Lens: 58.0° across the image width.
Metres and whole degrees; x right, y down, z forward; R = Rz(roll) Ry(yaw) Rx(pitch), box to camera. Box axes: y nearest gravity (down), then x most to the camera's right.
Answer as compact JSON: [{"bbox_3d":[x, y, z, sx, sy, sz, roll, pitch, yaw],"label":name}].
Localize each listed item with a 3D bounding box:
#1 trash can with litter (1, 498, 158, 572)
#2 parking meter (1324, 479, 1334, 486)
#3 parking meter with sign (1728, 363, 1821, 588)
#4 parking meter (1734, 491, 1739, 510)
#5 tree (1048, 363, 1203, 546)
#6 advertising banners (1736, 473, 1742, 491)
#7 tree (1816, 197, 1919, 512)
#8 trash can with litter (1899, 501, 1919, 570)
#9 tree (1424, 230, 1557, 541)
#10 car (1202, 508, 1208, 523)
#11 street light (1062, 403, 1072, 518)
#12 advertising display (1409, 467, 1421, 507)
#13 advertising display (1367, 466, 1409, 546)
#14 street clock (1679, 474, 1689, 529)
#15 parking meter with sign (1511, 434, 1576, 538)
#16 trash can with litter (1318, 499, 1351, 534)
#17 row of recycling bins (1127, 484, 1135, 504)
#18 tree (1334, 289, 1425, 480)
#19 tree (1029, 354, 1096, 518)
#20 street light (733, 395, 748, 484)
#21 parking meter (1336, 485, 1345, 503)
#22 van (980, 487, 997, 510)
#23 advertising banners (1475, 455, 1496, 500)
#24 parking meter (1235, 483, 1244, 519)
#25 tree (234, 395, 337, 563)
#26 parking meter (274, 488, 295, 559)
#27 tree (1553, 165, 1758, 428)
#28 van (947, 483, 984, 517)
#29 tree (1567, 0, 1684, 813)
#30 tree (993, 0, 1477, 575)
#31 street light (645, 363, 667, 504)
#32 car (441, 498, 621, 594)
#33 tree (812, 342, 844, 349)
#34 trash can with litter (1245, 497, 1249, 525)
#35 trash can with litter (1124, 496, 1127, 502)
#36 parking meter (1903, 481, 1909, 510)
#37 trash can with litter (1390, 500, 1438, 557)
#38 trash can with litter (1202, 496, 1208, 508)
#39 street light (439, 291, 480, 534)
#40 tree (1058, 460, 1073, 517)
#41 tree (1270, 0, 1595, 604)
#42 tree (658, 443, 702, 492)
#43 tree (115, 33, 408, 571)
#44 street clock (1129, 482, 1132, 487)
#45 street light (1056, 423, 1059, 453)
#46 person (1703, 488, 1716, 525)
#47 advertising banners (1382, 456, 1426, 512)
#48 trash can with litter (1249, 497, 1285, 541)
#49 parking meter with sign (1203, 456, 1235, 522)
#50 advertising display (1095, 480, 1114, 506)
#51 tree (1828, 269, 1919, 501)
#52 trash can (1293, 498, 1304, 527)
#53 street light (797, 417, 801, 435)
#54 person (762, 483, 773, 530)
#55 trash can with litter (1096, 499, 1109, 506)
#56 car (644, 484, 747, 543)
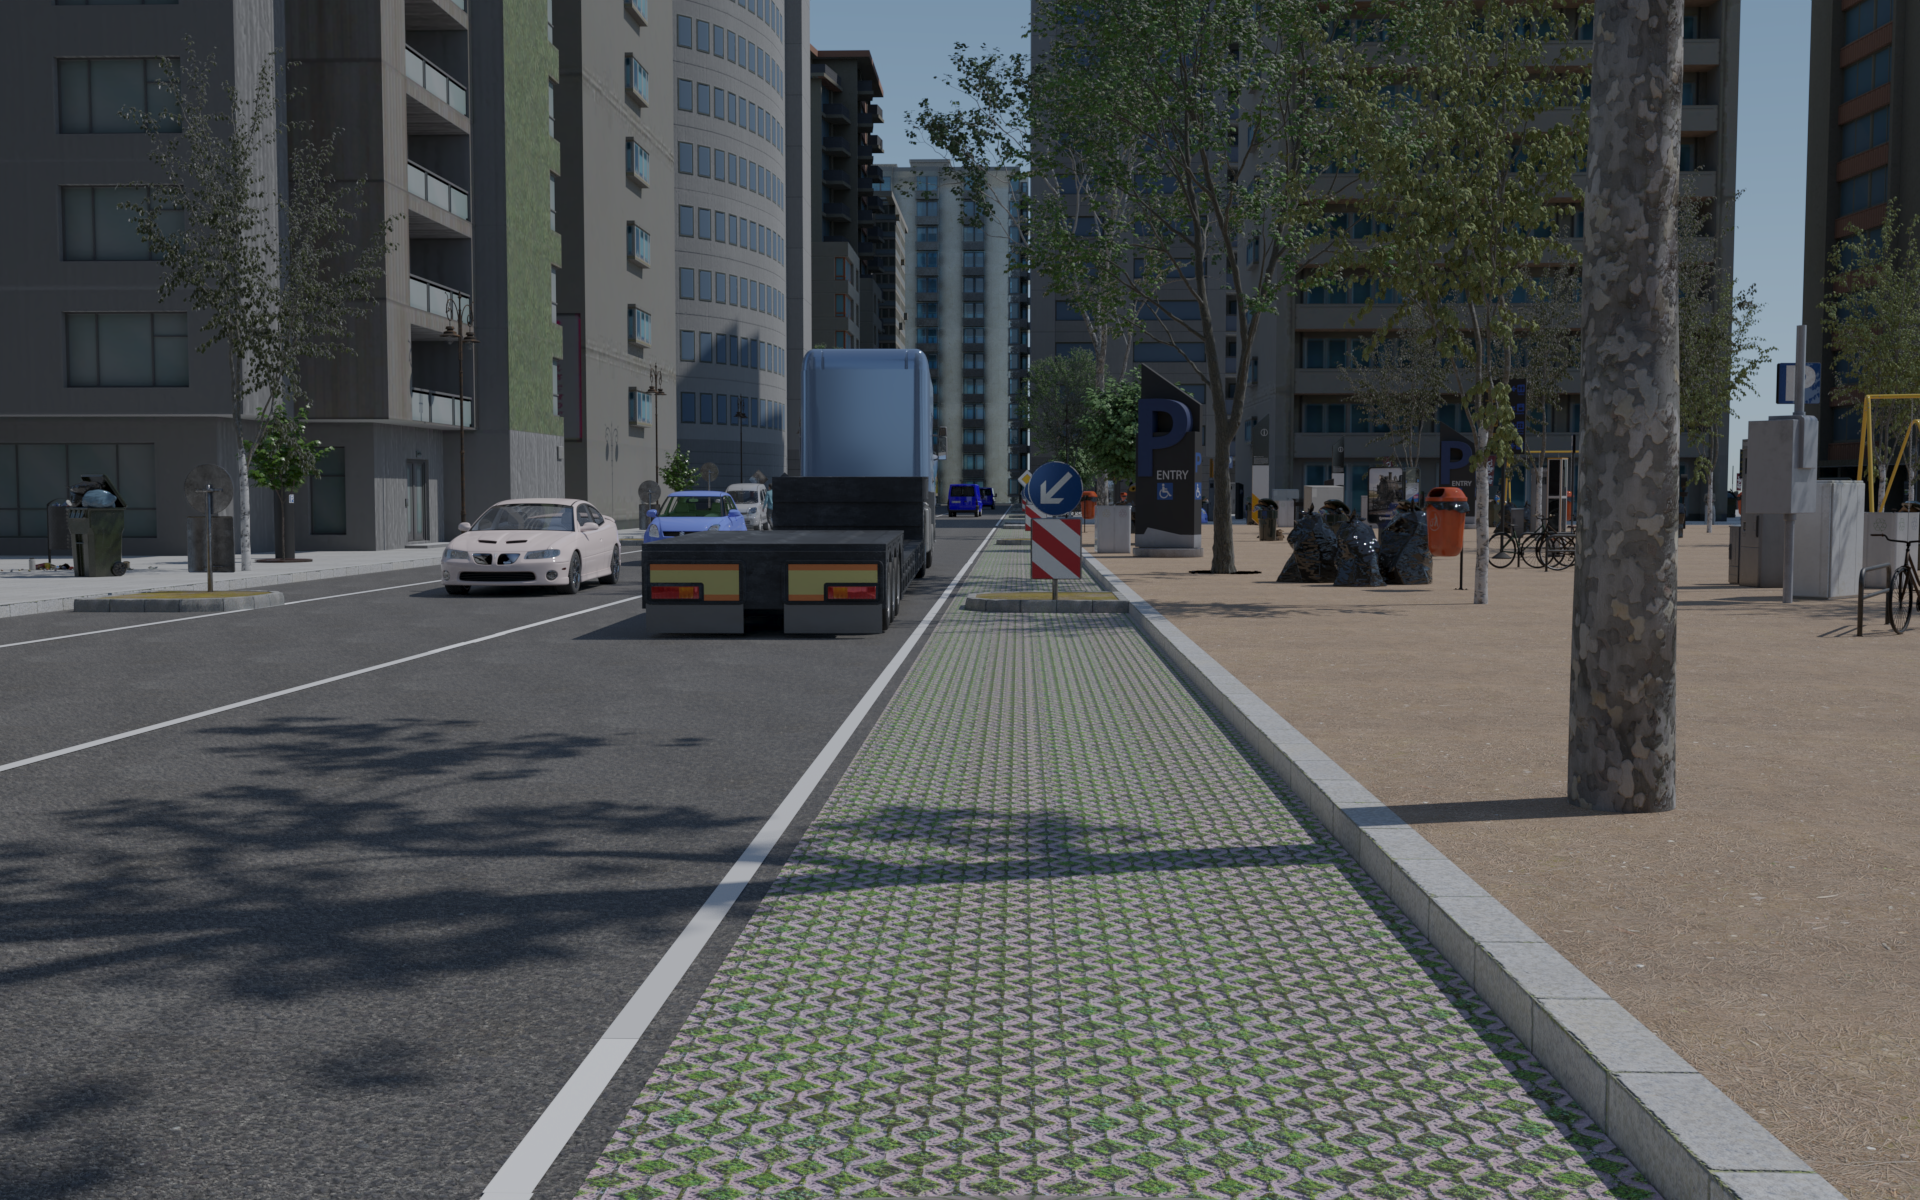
[{"bbox_3d":[-14.823,-1.116,29.305,2.233,1.210,1.678,0,4,-1],"label":"trash can with litter"},{"bbox_3d":[13.769,-3.612,64.761,0.399,1.863,0.255,0,4,7],"label":"parking meter"},{"bbox_3d":[11.141,-1.689,23.881,0.543,3.016,1.738,0,4,1],"label":"parking meter with sign"},{"bbox_3d":[62.923,-8.076,140.446,0.372,1.533,0.369,0,3,0],"label":"parking meter"},{"bbox_3d":[4.403,-3.659,43.537,4.285,4.588,4.351,0,3,0],"label":"tree"},{"bbox_3d":[63.871,-9.026,143.768,2.074,3.025,0.090,1,4,15],"label":"advertising banners"},{"bbox_3d":[23.692,-5.721,43.906,4.737,8.622,4.395,0,3,0],"label":"tree"},{"bbox_3d":[16.387,-1.094,29.270,1.055,1.170,0.624,-1,4,-9],"label":"trash can with litter"},{"bbox_3d":[15.598,-5.922,47.190,4.360,8.622,3.978,0,3,0],"label":"tree"},{"bbox_3d":[8.965,-4.041,75.656,3.694,1.707,1.945,0,4,3],"label":"car"},{"bbox_3d":[5.392,-7.020,87.572,0.468,5.910,1.993,0,4,2],"label":"street light"},{"bbox_3d":[10.480,-2.208,41.314,0.974,1.923,0.123,0,4,-2],"label":"advertising display"},{"bbox_3d":[9.989,-2.163,40.580,0.123,1.923,0.974,-3,5,-43],"label":"advertising display"},{"bbox_3d":[26.581,-3.612,63.634,0.358,2.002,0.471,1,4,21],"label":"street clock"},{"bbox_3d":[17.056,-3.329,50.684,1.738,3.016,0.543,1,4,16],"label":"parking meter with sign"},{"bbox_3d":[8.202,-1.595,37.458,0.624,1.170,1.055,3,4,38],"label":"trash can with litter"},{"bbox_3d":[6.946,-3.263,60.460,1.069,1.692,3.534,-2,4,-24],"label":"row of recycling bins"},{"bbox_3d":[14.685,-6.501,56.648,4.360,8.622,3.978,0,3,0],"label":"tree"},{"bbox_3d":[5.763,-8.628,91.432,4.360,8.622,3.978,0,3,0],"label":"tree"},{"bbox_3d":[-10.077,-6.546,79.821,0.468,5.910,1.993,0,4,2],"label":"street light"},{"bbox_3d":[10.325,-2.385,47.404,0.372,1.533,0.369,0,3,0],"label":"parking meter"},{"bbox_3d":[2.257,-9.550,160.533,2.240,2.365,5.245,0,4,3],"label":"van"},{"bbox_3d":[23.182,-5.029,78.413,2.074,3.025,0.090,1,4,23],"label":"advertising banners"},{"bbox_3d":[14.238,-5.045,88.197,0.399,1.863,0.255,-3,4,-37],"label":"parking meter"},{"bbox_3d":[-12.869,-2.331,32.710,1.663,3.219,1.824,0,3,0],"label":"tree"},{"bbox_3d":[-13.469,-1.597,34.519,0.372,1.533,0.369,0,3,0],"label":"parking meter"},{"bbox_3d":[16.090,-5.471,39.810,4.360,8.622,3.978,0,3,0],"label":"tree"},{"bbox_3d":[0.330,-6.378,108.660,2.240,2.365,5.245,0,4,4],"label":"van"},{"bbox_3d":[4.128,-9.184,6.052,12.611,20.169,13.585,0,3,0],"label":"tree"},{"bbox_3d":[4.342,-6.236,27.710,9.928,11.665,9.643,0,3,0],"label":"tree"},{"bbox_3d":[-10.694,-5.400,61.079,0.468,5.910,1.993,0,4,2],"label":"street light"},{"bbox_3d":[-6.399,-0.849,26.250,2.083,1.381,4.827,0,4,0],"label":"car"},{"bbox_3d":[-9.197,-11.483,113.497,9.928,11.665,9.643,0,3,0],"label":"tree"},{"bbox_3d":[12.213,-3.664,71.289,0.624,1.170,1.055,-2,4,-31],"label":"trash can with litter"},{"bbox_3d":[10.329,-5.638,103.570,1.055,1.170,0.624,-3,4,-37],"label":"trash can with litter"},{"bbox_3d":[43.857,-4.558,80.232,0.255,1.863,0.399,2,4,28],"label":"parking meter"},{"bbox_3d":[9.413,-1.477,35.537,1.055,1.170,0.624,-1,4,-21],"label":"trash can with litter"},{"bbox_3d":[14.342,-5.668,104.059,1.055,1.170,0.624,-2,4,-25],"label":"trash can with litter"},{"bbox_3d":[-11.395,-4.087,39.610,0.468,5.910,1.993,0,4,2],"label":"street light"},{"bbox_3d":[6.074,-6.354,98.497,1.663,3.219,1.824,0,3,0],"label":"tree"},{"bbox_3d":[5.857,-4.255,19.935,4.737,8.622,4.395,0,3,0],"label":"tree"},{"bbox_3d":[-10.614,-4.367,65.999,1.663,3.219,1.824,0,3,0],"label":"tree"},{"bbox_3d":[-11.676,-4.787,28.633,4.360,8.622,3.978,0,3,0],"label":"tree"},{"bbox_3d":[9.817,-5.729,98.240,0.471,2.002,0.358,-1,4,-8],"label":"street clock"},{"bbox_3d":[6.166,-8.396,110.055,0.468,5.910,1.993,0,4,2],"label":"street light"},{"bbox_3d":[32.347,-4.015,74.698,0.519,1.759,0.362,1,4,10],"label":"person"},{"bbox_3d":[20.502,-5.127,80.007,2.074,3.025,0.090,2,4,32],"label":"advertising banners"},{"bbox_3d":[8.474,-2.204,47.423,0.624,1.170,1.055,2,4,32],"label":"trash can with litter"},{"bbox_3d":[11.947,-5.163,80.680,0.543,3.016,1.738,-2,4,-27],"label":"parking meter with sign"},{"bbox_3d":[6.634,-4.535,79.369,0.974,1.923,0.123,-2,4,-29],"label":"advertising display"},{"bbox_3d":[30.594,-6.455,55.899,4.360,8.622,3.978,0,3,0],"label":"tree"},{"bbox_3d":[11.118,-2.719,56.108,0.748,1.137,0.748,0,3,0],"label":"trash can"},{"bbox_3d":[-9.279,-7.878,101.586,0.468,5.910,1.993,0,4,2],"label":"street light"},{"bbox_3d":[-6.915,-3.375,63.707,0.660,1.820,0.620,-3,5,-44],"label":"person"},{"bbox_3d":[5.605,-3.514,68.845,0.624,1.170,1.055,0,4,3],"label":"trash can with litter"},{"bbox_3d":[-5.477,-1.619,36.055,1.945,1.707,3.694,0,4,1],"label":"car"}]
